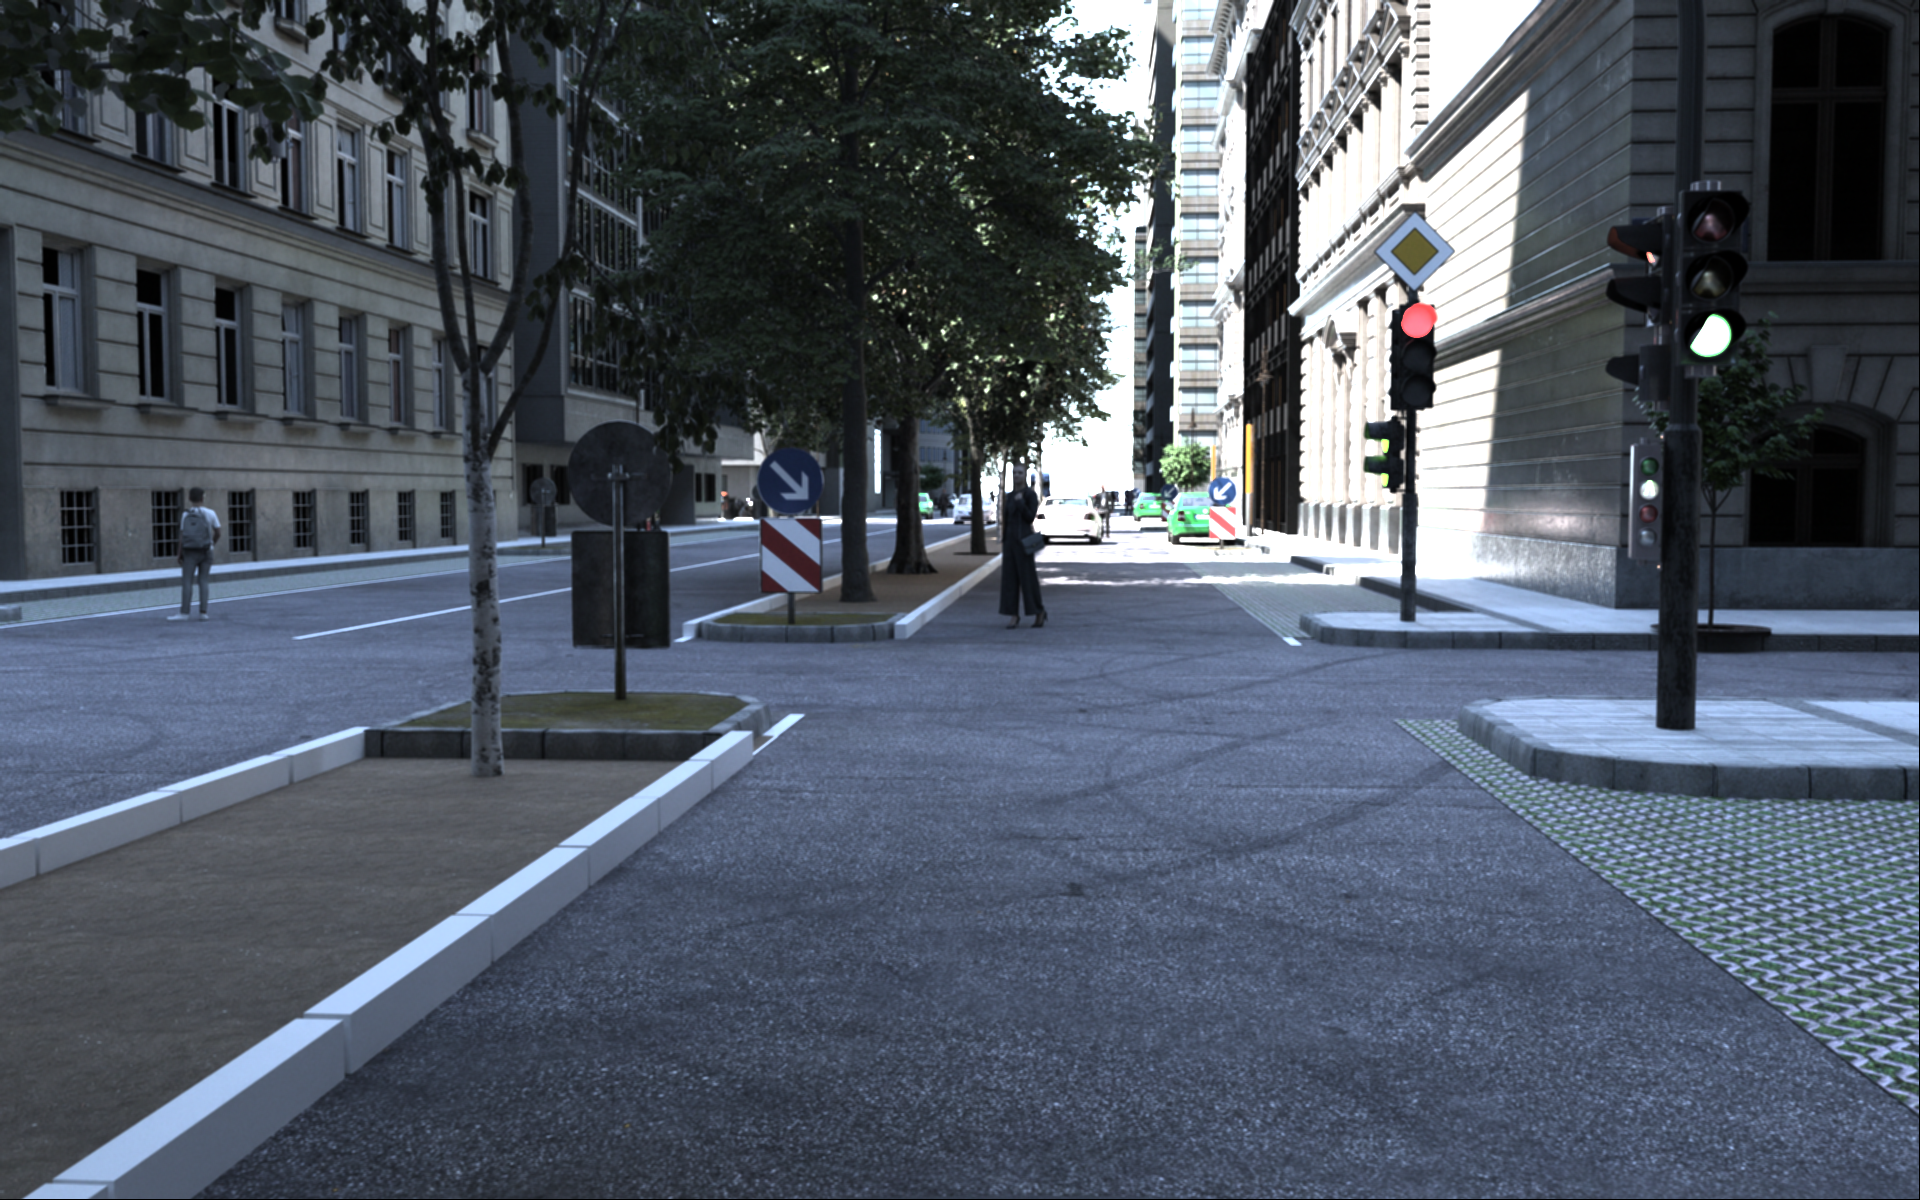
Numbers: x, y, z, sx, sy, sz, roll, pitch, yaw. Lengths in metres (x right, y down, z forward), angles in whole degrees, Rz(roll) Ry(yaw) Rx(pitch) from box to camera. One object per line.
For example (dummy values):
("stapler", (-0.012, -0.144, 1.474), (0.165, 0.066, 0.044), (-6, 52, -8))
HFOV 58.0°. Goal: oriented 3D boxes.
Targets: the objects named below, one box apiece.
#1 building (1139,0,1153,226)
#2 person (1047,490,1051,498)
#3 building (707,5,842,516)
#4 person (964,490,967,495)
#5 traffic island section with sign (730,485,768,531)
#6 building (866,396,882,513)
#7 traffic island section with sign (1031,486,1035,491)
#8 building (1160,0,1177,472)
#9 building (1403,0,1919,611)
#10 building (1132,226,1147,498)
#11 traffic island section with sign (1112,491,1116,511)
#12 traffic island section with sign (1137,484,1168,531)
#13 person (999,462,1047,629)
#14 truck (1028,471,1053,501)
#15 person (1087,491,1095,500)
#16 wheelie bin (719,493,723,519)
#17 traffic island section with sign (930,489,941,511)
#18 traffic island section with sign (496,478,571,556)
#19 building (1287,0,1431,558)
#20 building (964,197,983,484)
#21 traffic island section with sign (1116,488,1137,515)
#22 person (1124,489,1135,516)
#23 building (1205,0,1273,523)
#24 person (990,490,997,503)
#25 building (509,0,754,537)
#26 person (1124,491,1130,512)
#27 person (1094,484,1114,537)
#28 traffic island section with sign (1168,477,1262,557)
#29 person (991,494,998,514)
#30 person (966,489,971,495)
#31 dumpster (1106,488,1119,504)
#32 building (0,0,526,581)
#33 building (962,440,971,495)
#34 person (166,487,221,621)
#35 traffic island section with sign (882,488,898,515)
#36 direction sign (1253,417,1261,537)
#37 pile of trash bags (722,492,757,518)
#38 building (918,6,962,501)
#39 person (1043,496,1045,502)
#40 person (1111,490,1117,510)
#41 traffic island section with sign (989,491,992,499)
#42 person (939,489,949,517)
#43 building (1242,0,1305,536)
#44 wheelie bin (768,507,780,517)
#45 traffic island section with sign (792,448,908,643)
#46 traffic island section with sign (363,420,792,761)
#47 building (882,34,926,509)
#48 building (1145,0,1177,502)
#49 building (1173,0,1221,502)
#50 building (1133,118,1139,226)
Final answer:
("building", (31.950, -40.708, 207.582), (21.231, 58.520, 28.212), (0, 4, 4))
("person", (6.471, -7.128, 125.955), (0.530, 1.710, 0.541), (0, 4, -4))
("building", (-14.411, -20.196, 101.912), (14.160, 30.474, 14.107), (0, 4, 4))
("person", (0.620, -8.406, 146.653), (0.721, 1.743, 1.217), (1, 4, 18))
("traffic island section with sign", (-7.904, -3.643, 68.188), (1.989, 1.847, 2.006), (0, 4, 4))
("building", (-16.582, -49.558, 122.940), (22.319, 86.520, 31.000), (0, 4, 4))
("traffic island section with sign", (4.047, -5.162, 92.540), (2.006, 1.907, 1.989), (0, 4, 4))
("building", (27.308, -31.133, 128.638), (23.786, 49.044, 30.456), (0, 4, 4))
("building", (24.570, -12.435, 22.405), (34.723, 24.649, 14.460), (0, 4, 4))
("building", (25.720, -25.445, 187.727), (14.160, 30.474, 14.107), (0, 4, 4))
("traffic island section with sign", (13.760, -8.261, 143.696), (1.989, 1.847, 2.006), (0, 4, 4))
("traffic island section with sign", (7.984, -3.584, 67.229), (1.989, 1.847, 2.006), (0, 4, 4))
("person", (0.652, -0.589, 18.557), (0.576, 1.772, 0.534), (2, 4, 29))
("truck", (9.745, -13.234, 206.135), (2.967, 4.110, 18.799), (0, 4, 4))
("person", (11.080, -8.540, 148.843), (1.217, 1.735, 0.721), (-2, 4, -28))
("wheelie bin", (-12.594, -4.970, 89.175), (0.980, 1.594, 0.693), (1, 4, 10))
("traffic island section with sign", (-2.138, -8.315, 144.582), (1.989, 1.847, 2.006), (0, 4, 4))
("traffic island section with sign", (-9.980, -1.975, 40.927), (1.989, 1.847, 2.006), (0, 4, 4))
("building", (14.263, -13.033, 41.960), (11.050, 23.489, 19.941), (0, 4, 4))
("building", (-8.342, -35.453, 234.285), (22.147, 44.769, 28.867), (0, 4, 4))
("traffic island section with sign", (11.706, -6.593, 116.423), (1.989, 1.847, 2.006), (0, 4, 4))
("person", (11.048, -6.371, 113.118), (0.683, 1.767, 0.568), (0, 4, -2))
("building", (18.924, -17.886, 79.819), (14.401, 28.519, 23.554), (0, 4, 4))
("person", (2.725, -7.863, 137.776), (0.721, 1.736, 1.217), (-2, 4, -29))
("building", (-17.412, -14.954, 63.561), (14.314, 24.678, 30.058), (0, 4, 4))
("person", (13.590, -7.962, 139.508), (0.721, 1.723, 1.217), (-2, 4, -35))
("person", (4.723, -2.932, 56.837), (0.661, 1.777, 0.834), (0, 4, -1))
("traffic island section with sign", (5.946, -1.940, 40.350), (1.989, 1.847, 2.006), (0, 4, 4))
("person", (2.794, -7.006, 123.763), (1.217, 1.743, 0.721), (1, 4, 11))
("person", (0.769, -8.119, 141.332), (1.350, 1.814, 0.705), (-2, 4, -34))
("dumpster", (21.867, -14.881, 248.252), (1.985, 2.255, 1.502), (0, 4, 5))
("building", (-20.497, -12.241, 33.419), (16.112, 22.955, 30.059), (0, 4, 4))
("building", (-6.171, -26.981, 212.839), (14.160, 30.474, 14.107), (0, 4, 4))
("person", (-8.671, -0.521, 19.617), (0.523, 1.515, 0.503), (1, 4, 14))
("traffic island section with sign", (-4.179, -6.662, 117.558), (1.989, 1.847, 2.006), (0, 4, 4))
("direction sign", (8.785, -3.640, 51.512), (0.379, 3.537, 0.876), (1, 4, 15))
("pile of trash bags", (-11.908, -5.074, 92.704), (1.912, 1.369, 3.447), (1, 4, 22))
("building", (-11.284, -39.706, 191.188), (21.231, 58.520, 28.212), (0, 4, 4))
("person", (4.533, -5.599, 100.056), (0.705, 1.823, 1.348), (-3, 4, -36))
("person", (13.505, -8.793, 152.276), (0.705, 1.822, 1.348), (-1, 4, -16))
("traffic island section with sign", (4.155, -13.398, 227.682), (1.989, 1.847, 2.006), (0, 4, 4))
("person", (-0.978, -6.151, 109.625), (0.434, 1.755, 0.990), (-3, 4, -37))
("building", (16.813, -14.100, 60.214), (12.332, 23.373, 15.834), (0, 4, 4))
("wheelie bin", (-9.967, -5.102, 91.324), (0.693, 1.594, 0.980), (2, 4, 34))
("traffic island section with sign", (-1.609, -0.580, 17.614), (2.006, 1.907, 1.989), (0, 4, 4))
("traffic island section with sign", (-2.177, -0.128, 10.228), (2.006, 1.907, 1.989), (0, 4, 4))
("building", (-17.619, -34.513, 153.523), (28.713, 52.752, 27.495), (0, 4, 4))
("building", (27.846, -32.535, 155.654), (21.300, 48.544, 21.600), (0, 4, 4))
("building", (20.296, -25.886, 106.837), (14.154, 41.232, 14.086), (0, 4, 4))
("building", (37.694, -39.548, 235.851), (28.713, 52.752, 27.495), (0, 4, 4))
